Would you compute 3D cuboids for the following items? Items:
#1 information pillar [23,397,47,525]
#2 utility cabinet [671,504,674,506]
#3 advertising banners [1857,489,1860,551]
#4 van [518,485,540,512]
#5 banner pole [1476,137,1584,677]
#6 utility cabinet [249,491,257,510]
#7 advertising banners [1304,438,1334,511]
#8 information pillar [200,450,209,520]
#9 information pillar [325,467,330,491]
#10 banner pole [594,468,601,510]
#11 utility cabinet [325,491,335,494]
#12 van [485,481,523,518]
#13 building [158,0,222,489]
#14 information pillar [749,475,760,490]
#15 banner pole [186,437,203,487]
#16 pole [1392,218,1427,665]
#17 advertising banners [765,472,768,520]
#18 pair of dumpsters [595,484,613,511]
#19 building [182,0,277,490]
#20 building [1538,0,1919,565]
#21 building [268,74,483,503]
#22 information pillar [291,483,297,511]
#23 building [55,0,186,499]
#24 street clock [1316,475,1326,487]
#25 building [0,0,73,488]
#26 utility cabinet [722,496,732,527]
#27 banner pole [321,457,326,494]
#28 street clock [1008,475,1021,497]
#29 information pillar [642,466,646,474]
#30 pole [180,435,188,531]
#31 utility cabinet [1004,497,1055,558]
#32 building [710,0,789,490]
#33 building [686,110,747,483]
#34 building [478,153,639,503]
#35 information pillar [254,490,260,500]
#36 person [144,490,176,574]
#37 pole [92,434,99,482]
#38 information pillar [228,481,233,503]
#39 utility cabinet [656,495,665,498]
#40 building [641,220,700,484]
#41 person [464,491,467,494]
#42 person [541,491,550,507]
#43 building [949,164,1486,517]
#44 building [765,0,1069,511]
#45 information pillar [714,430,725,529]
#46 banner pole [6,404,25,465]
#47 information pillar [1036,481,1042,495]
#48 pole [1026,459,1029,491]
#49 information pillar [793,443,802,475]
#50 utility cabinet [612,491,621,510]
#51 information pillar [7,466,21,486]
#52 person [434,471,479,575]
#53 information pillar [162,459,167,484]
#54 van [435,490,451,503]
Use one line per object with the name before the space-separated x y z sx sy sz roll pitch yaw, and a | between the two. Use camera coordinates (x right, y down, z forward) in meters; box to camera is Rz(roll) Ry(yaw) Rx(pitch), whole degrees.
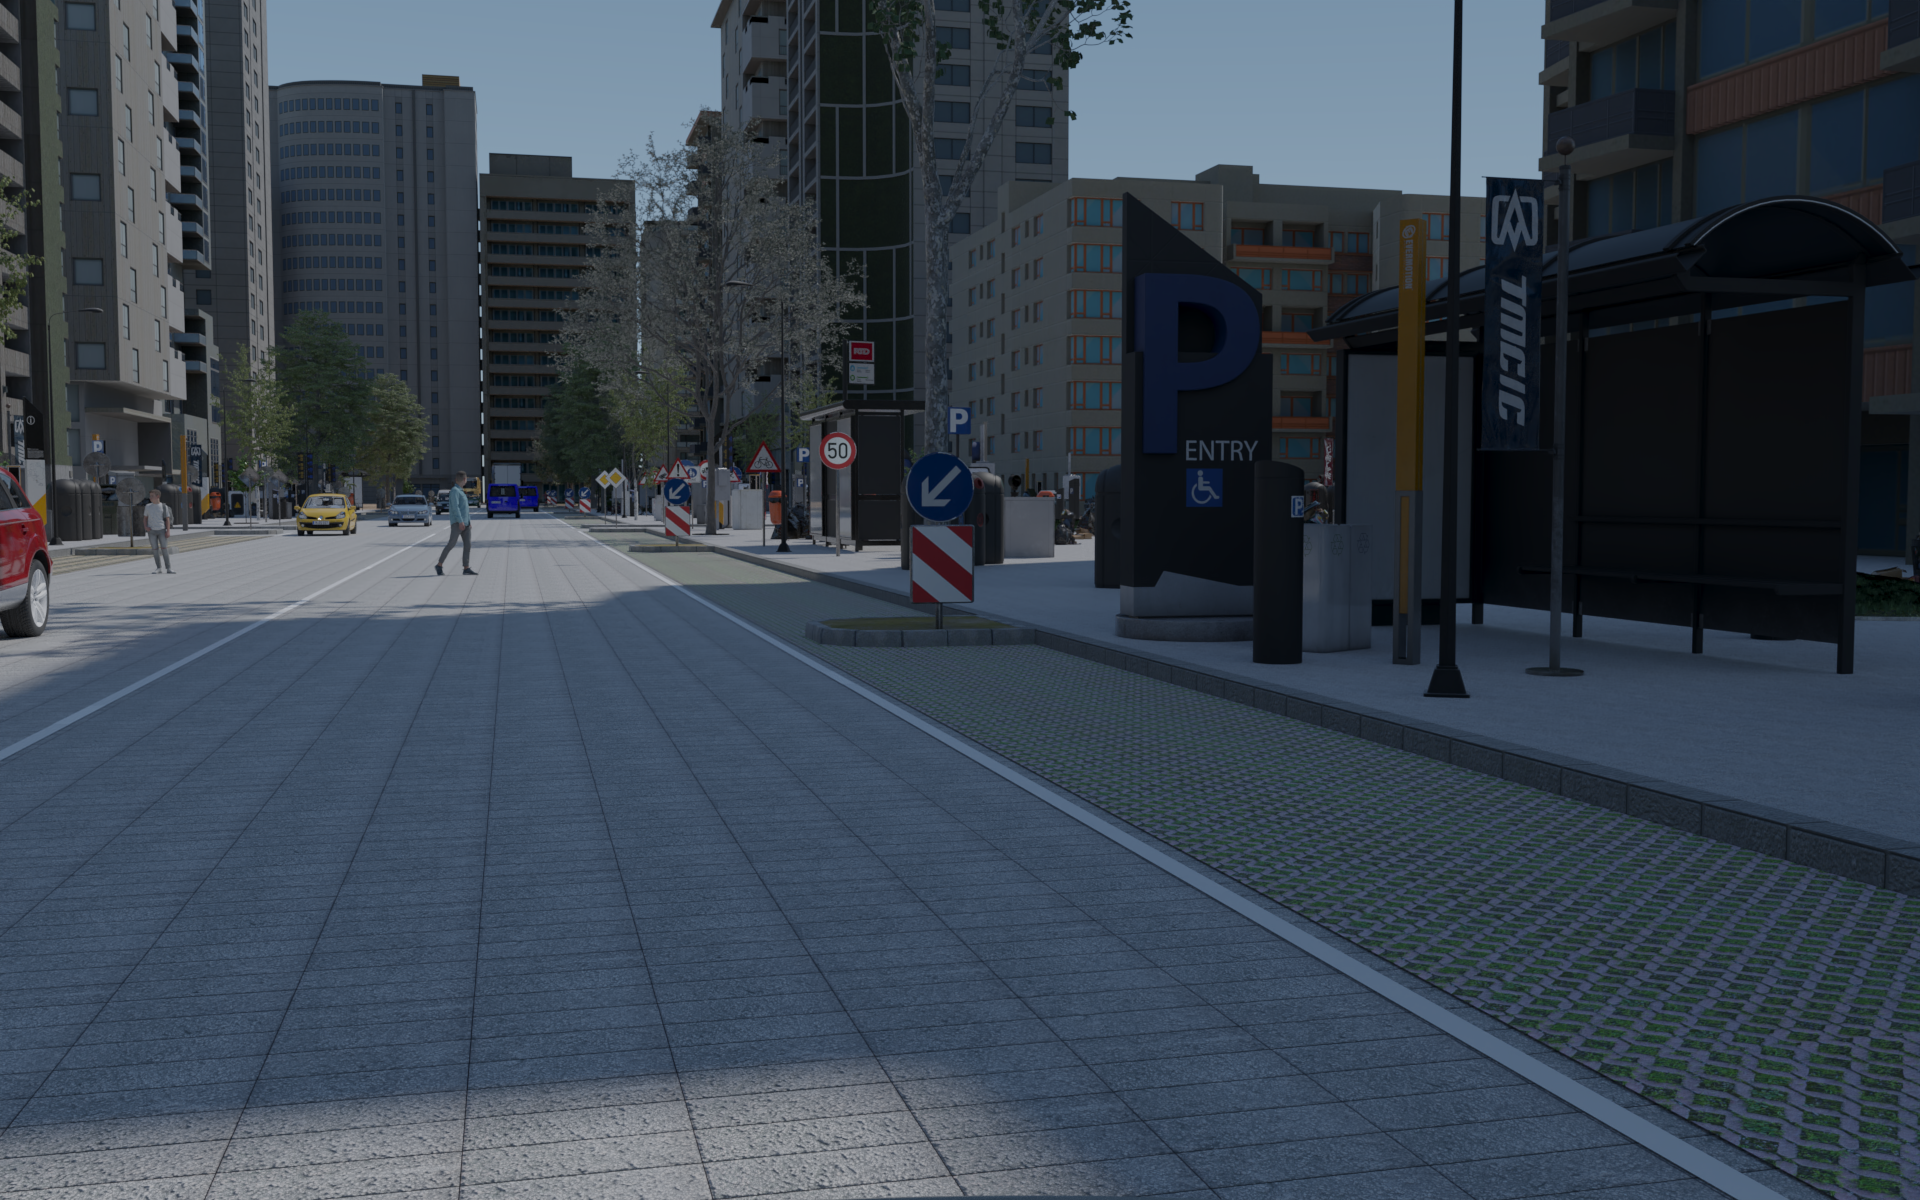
information pillar | -22.382 -3.090 41.881 0.183 3.616 0.504 2 4 26
utility cabinet | -15.081 -5.049 91.226 0.318 1.500 1.173 0 4 -5
advertising banners | 12.393 -1.809 25.768 0.090 3.025 2.074 -2 4 -30
van | -34.698 -8.191 138.299 2.240 2.365 5.245 -1 4 -16
banner pole | 4.019 -1.356 12.180 0.863 3.779 0.401 -1 4 -16
utility cabinet | -47.722 -6.591 116.439 1.173 1.500 0.318 1 4 21
advertising banners | 11.665 -3.719 56.988 0.090 3.025 2.074 -1 4 -23
information pillar | -37.614 -5.799 86.168 0.504 3.616 0.183 1 4 18
information pillar | -51.397 -9.129 140.617 0.504 3.616 0.183 1 4 14
banner pole | -29.609 -9.309 142.211 0.863 3.779 0.401 0 4 -6
utility cabinet | -51.107 -8.036 140.067 1.173 1.500 0.318 -3 5 -43
van | -27.370 -6.088 103.923 2.240 2.365 5.245 -1 4 -13
building | -76.882 -51.147 148.920 22.319 86.520 31.000 -1 4 -14
information pillar | -7.751 -3.727 65.421 0.304 2.012 0.304 1 4 19
banner pole | -33.937 -5.296 76.614 0.863 3.779 0.401 -2 4 -33
pole | 3.371 -1.170 12.976 0.158 3.312 0.155 0 3 0
advertising banners | -9.739 -5.504 86.172 0.090 3.025 2.074 0 4 5
pair of dumpsters | -26.381 -7.759 129.351 1.574 2.255 4.437 -1 4 -14
building | -85.732 -45.679 185.095 20.611 71.187 20.563 -1 4 -14
building | 25.449 -23.351 36.412 22.147 44.769 28.867 -1 4 -14
building | -82.324 -42.956 244.333 28.212 58.520 21.231 -1 4 -14
information pillar | -46.032 -7.049 119.747 0.304 2.012 0.304 -1 4 -16
building | -70.879 -32.514 120.848 28.713 52.752 27.495 -1 4 -14
street clock | 13.637 -3.713 65.285 0.358 2.002 0.471 -1 4 -16
building | -55.645 -19.439 89.523 14.160 30.474 14.107 -1 4 -14
utility cabinet | -9.772 -3.908 75.065 1.020 1.237 0.306 0 4 -7
banner pole | -43.031 -7.775 117.133 0.401 3.779 0.863 0 4 0
street clock | 2.061 -3.708 65.193 0.471 2.002 0.358 -3 4 -36
information pillar | -26.331 -9.347 144.183 0.183 3.616 0.504 2 4 27
pole | -27.015 -4.065 60.308 0.158 3.312 0.155 0 3 0
utility cabinet | 1.387 -1.459 35.019 1.020 1.237 0.306 0 4 -4
building | -8.603 -35.626 171.721 28.713 52.752 27.495 -1 4 -14
building | -19.533 -33.246 198.200 22.147 44.769 28.867 -1 4 -14
building | -58.103 -38.333 250.444 21.600 48.544 21.300 -1 4 -14
information pillar | -54.540 -7.941 134.332 0.304 2.012 0.304 0 4 3
person | -14.402 -1.229 31.190 0.503 1.515 0.523 -3 5 -41
pole | -29.485 -3.996 59.180 0.158 3.312 0.155 0 3 0
information pillar | -40.755 -5.641 96.727 0.304 2.012 0.304 -1 4 -16
utility cabinet | -17.730 -5.670 103.862 1.020 1.237 0.306 -1 4 -15
building | -38.928 -34.775 252.168 14.086 41.232 14.154 -1 4 -14
person | -55.078 -11.287 193.184 0.705 1.807 1.348 3 4 36
person | -45.167 -11.003 189.115 1.217 1.743 0.721 -3 5 -42
building | 16.674 -16.316 111.807 28.899 21.520 27.650 -1 4 -14
building | -4.234 -42.774 137.613 20.563 71.187 20.611 -1 4 -14
information pillar | -8.820 -4.374 62.868 0.504 3.616 0.183 0 4 -3
banner pole | -26.265 -3.562 48.259 0.401 3.779 0.863 1 4 19
information pillar | 4.565 -5.832 99.849 0.304 2.012 0.304 0 4 -8
pole | 3.873 -6.480 99.790 0.158 3.312 0.155 0 3 0
information pillar | -7.419 -5.376 79.247 0.183 3.616 0.504 3 4 36
utility cabinet | -23.592 -6.836 120.449 1.173 1.500 0.318 -3 4 -36
information pillar | -24.688 -2.492 45.243 0.304 2.012 0.304 -2 4 -29
person | -8.889 -1.360 30.595 0.748 1.841 0.638 1 4 10
information pillar | -53.349 -7.633 116.160 0.504 3.616 0.183 3 5 44
van | -50.769 -10.018 170.801 2.013 2.044 4.112 -1 4 -16
